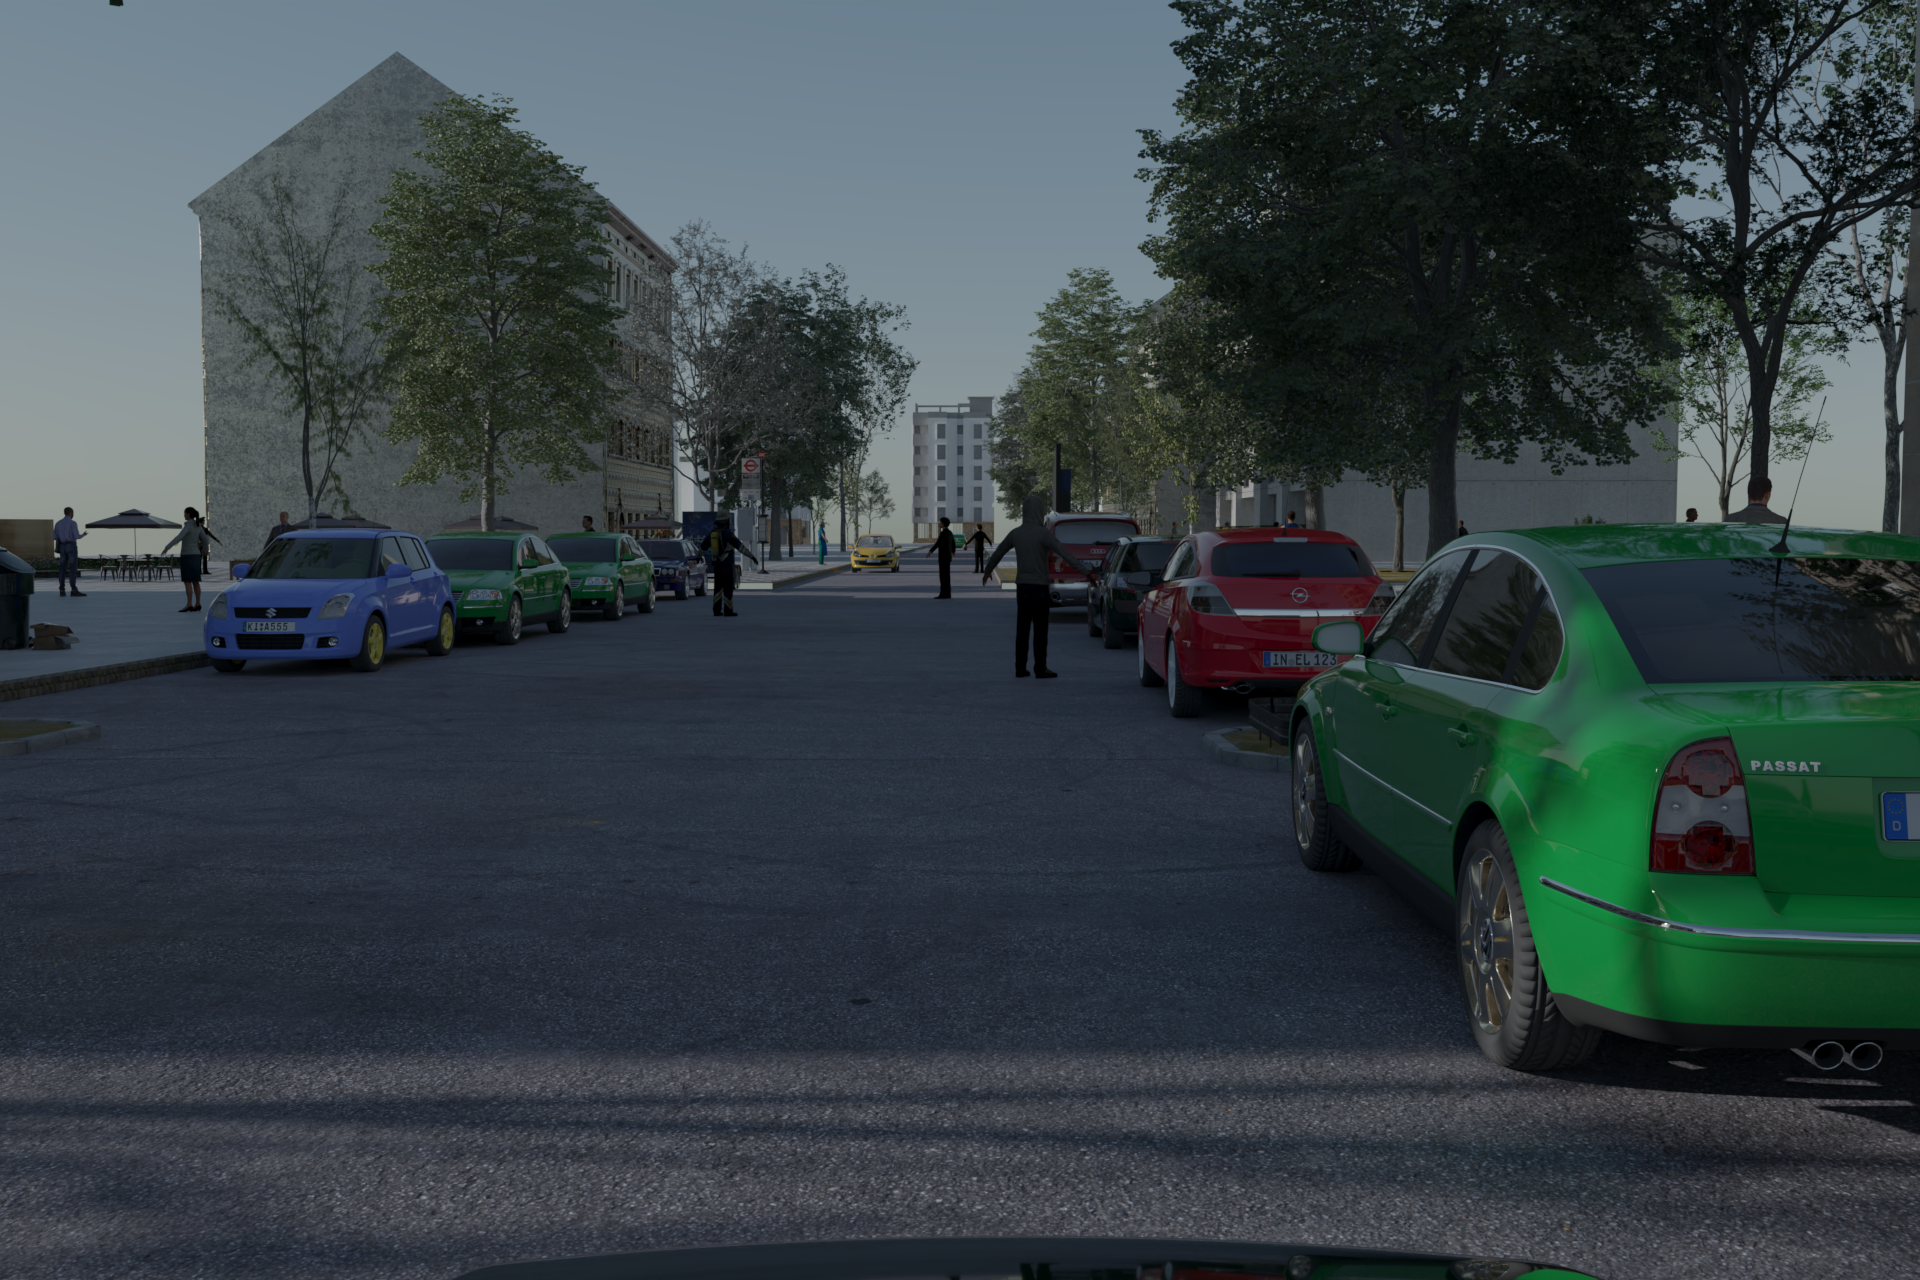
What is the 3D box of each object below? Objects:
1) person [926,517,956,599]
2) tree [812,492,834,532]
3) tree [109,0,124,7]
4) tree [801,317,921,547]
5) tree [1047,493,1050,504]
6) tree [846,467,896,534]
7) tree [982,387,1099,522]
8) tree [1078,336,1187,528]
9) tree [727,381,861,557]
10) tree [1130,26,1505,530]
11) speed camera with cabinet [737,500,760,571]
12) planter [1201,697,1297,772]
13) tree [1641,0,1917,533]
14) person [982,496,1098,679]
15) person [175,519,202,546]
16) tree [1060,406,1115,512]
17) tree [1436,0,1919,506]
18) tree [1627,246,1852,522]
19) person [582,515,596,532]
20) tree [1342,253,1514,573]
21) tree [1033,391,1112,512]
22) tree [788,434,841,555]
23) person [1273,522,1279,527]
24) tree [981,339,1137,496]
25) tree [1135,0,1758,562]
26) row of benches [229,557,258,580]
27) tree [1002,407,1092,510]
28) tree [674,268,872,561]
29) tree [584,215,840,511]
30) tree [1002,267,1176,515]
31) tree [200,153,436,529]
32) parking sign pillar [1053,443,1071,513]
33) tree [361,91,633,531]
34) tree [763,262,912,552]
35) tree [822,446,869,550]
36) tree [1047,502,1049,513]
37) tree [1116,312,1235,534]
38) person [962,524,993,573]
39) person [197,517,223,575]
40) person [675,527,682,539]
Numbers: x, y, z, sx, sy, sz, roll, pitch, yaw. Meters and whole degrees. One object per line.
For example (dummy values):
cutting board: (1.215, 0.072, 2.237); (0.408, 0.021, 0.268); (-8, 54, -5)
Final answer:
person: (-0.364, -1.814, 38.309); (0.705, 1.806, 1.347); (2, 4, 25)
tree: (-18.825, -17.700, 239.764); (4.360, 8.622, 3.978); (0, 3, 0)
tree: (-11.898, -9.839, 16.750); (12.611, 20.169, 13.585); (0, 3, 0)
tree: (-10.162, -18.124, 152.211); (12.611, 20.169, 13.585); (0, 3, 0)
tree: (6.569, -11.844, 144.006); (4.360, 8.622, 3.978); (0, 3, 0)
tree: (-12.268, -18.689, 239.980); (7.601, 10.594, 8.767); (0, 4, -7)
tree: (6.533, -14.034, 136.104); (9.857, 13.997, 8.962); (0, 3, 0)
tree: (6.051, -6.979, 64.467); (4.360, 8.622, 3.978); (0, 3, 0)
tree: (-9.371, -9.954, 97.162); (8.767, 10.594, 7.601); (1, 4, 12)
tree: (8.770, -8.328, 42.822); (9.857, 13.997, 8.962); (0, 3, 0)
speed camera with cabinet: (-7.408, -4.056, 60.646); (0.660, 3.252, 2.038); (0, 3, 0)
planter: (2.616, 0.605, 11.255); (1.991, 0.319, 1.994); (0, 4, 0)
tree: (23.735, -11.545, 44.645); (12.611, 20.169, 13.585); (0, 3, 0)
person: (0.743, -0.532, 17.288); (1.348, 1.813, 0.705); (2, 4, 35)
person: (-23.624, -2.852, 53.095); (0.721, 1.772, 1.216); (1, 4, 13)
tree: (6.485, -8.716, 92.874); (4.737, 8.622, 4.395); (0, 3, 0)
tree: (8.600, -5.104, 17.870); (7.601, 10.594, 8.767); (-1, 4, -23)
tree: (27.591, -8.342, 62.153); (9.928, 11.665, 9.643); (0, 3, 0)
person: (-7.611, -1.635, 35.329); (0.704, 1.812, 1.346); (-3, 4, -37)
tree: (14.734, -8.079, 57.840); (9.928, 11.665, 9.643); (0, 3, 0)
tree: (5.689, -8.141, 83.465); (4.737, 8.622, 4.395); (0, 3, 0)
tree: (-8.936, -9.638, 107.952); (4.360, 8.622, 3.978); (0, 3, 0)
person: (11.812, -3.529, 64.416); (1.216, 1.740, 0.721); (3, 5, 42)
tree: (6.412, -12.108, 108.335); (12.009, 13.543, 11.850); (0, 3, 0)
tree: (8.191, -7.513, 29.488); (9.857, 13.997, 8.962); (0, 3, 0)
row of benches: (-18.224, -2.019, 48.481); (4.104, 0.672, 1.422); (0, 4, -5)
tree: (6.635, -11.623, 124.451); (7.601, 10.594, 8.767); (1, 4, 17)
tree: (-9.066, -10.833, 83.769); (9.857, 13.997, 8.962); (0, 3, 0)
tree: (-9.878, -9.632, 67.859); (12.009, 13.543, 11.850); (0, 3, 0)
tree: (5.542, -9.563, 74.478); (7.486, 12.596, 7.792); (0, 3, 0)
tree: (-13.199, -5.146, 34.496); (4.360, 8.622, 3.978); (0, 3, 0)
parking sign pillar: (3.047, -3.899, 52.221); (1.447, 3.967, 1.447); (0, 4, -1)
tree: (-12.107, -7.776, 45.263); (7.486, 12.596, 7.792); (0, 3, 0)
tree: (-9.461, -16.388, 123.833); (12.611, 20.169, 13.585); (0, 3, 0)
tree: (-8.945, -11.326, 135.546); (4.737, 8.622, 4.395); (0, 3, 0)
tree: (12.149, -19.328, 241.772); (9.928, 11.665, 9.643); (0, 3, 0)
tree: (7.358, -6.484, 56.380); (4.737, 8.622, 4.395); (0, 3, 0)
person: (0.685, -3.338, 63.220); (1.347, 1.806, 0.705); (-3, 4, -36)
person: (-23.937, -2.986, 54.751); (1.347, 1.837, 0.705); (1, 4, 17)
person: (-7.332, -2.499, 47.044); (0.705, 1.806, 1.347); (3, 4, 37)
